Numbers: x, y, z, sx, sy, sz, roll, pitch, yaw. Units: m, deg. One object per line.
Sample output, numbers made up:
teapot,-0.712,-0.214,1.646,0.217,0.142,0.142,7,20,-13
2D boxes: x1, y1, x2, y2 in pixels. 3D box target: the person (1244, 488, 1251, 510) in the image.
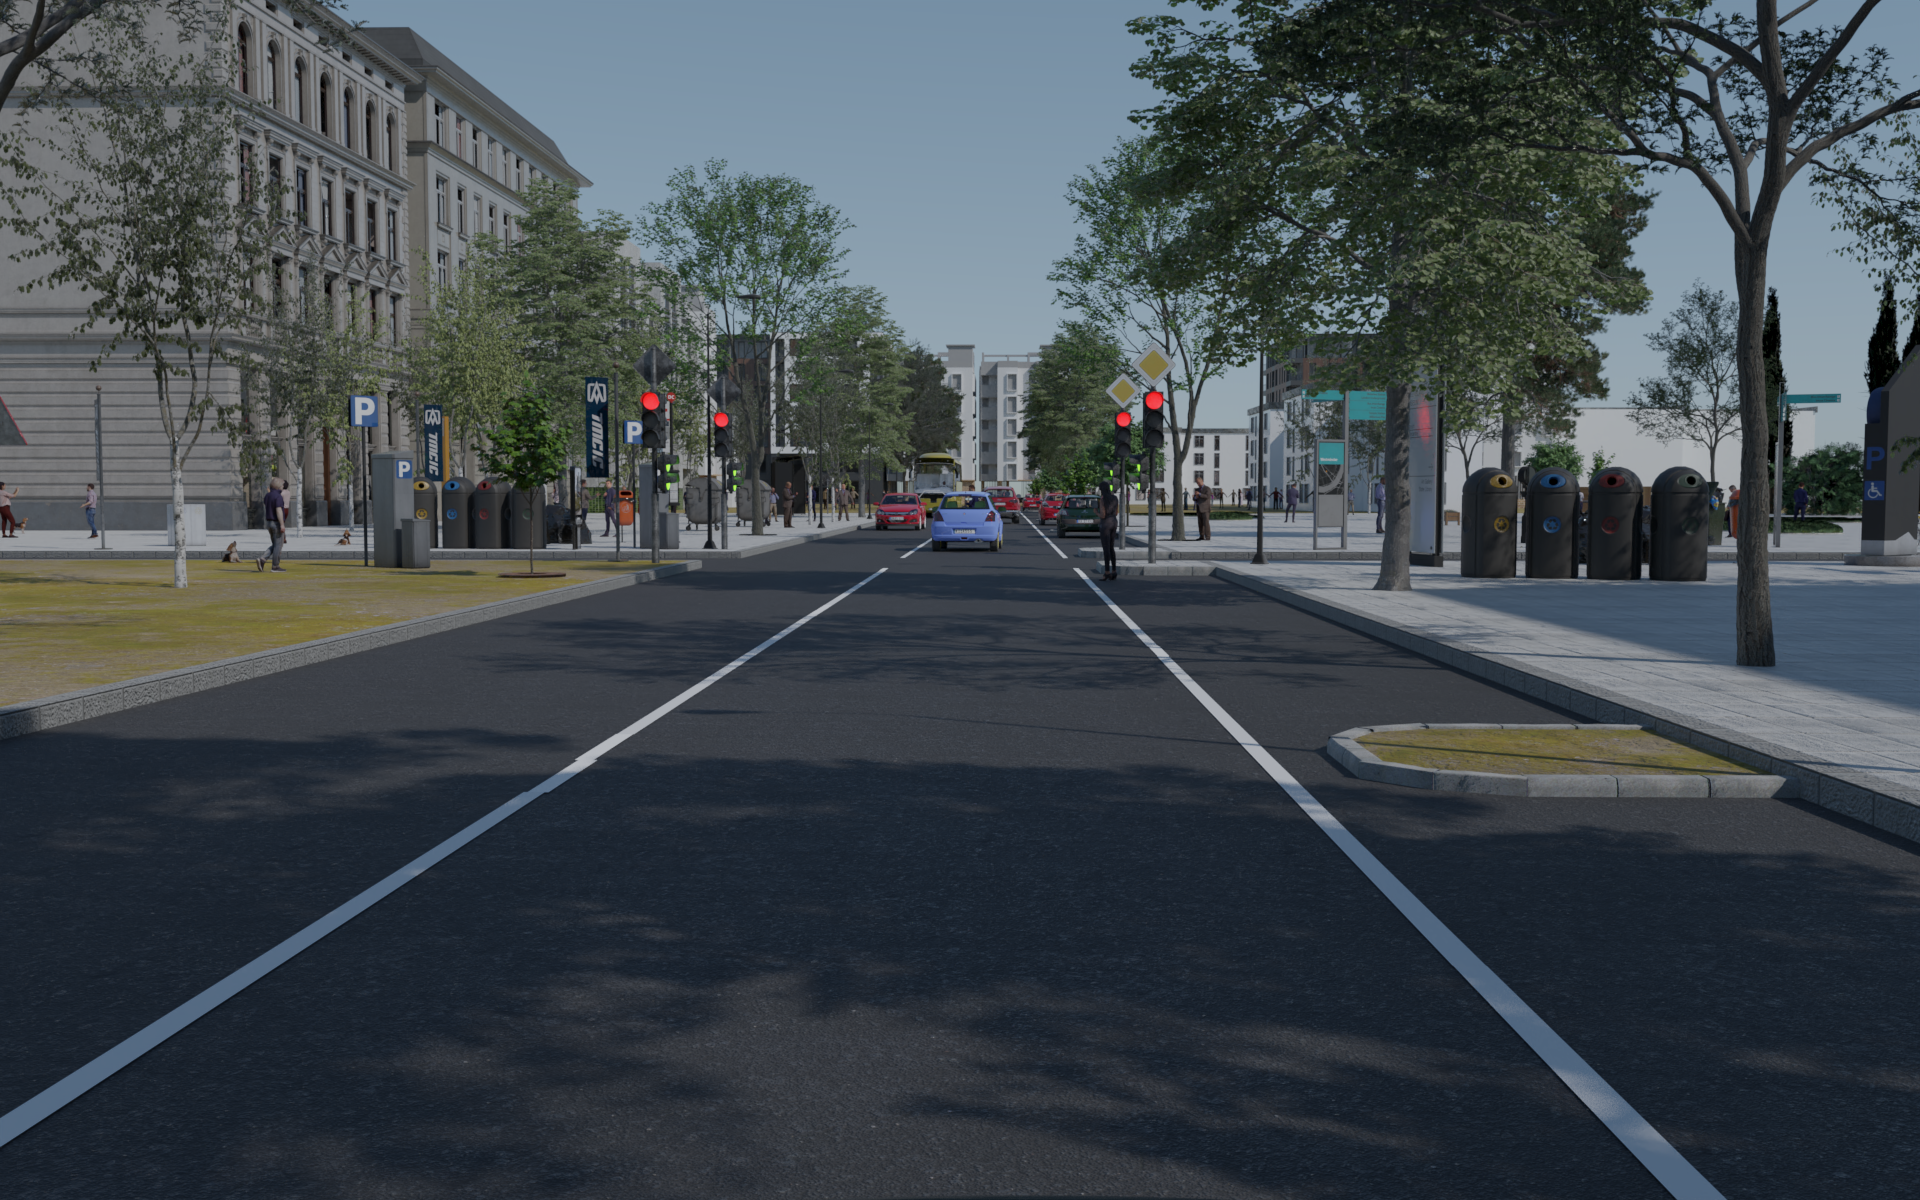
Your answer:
person,22.832,-8.016,137.557,0.568,1.767,0.683,-1,4,-10

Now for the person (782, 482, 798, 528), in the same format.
person,-6.458,-3.606,65.694,0.600,1.739,0.565,-1,4,-12

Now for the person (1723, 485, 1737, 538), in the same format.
person,22.718,-2.601,50.775,0.590,1.554,0.614,3,5,44

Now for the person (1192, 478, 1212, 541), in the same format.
person,6.688,-2.521,47.954,0.565,1.739,0.600,1,4,23

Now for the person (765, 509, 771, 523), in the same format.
person,-8.201,-3.922,72.375,0.590,1.554,0.614,0,4,5

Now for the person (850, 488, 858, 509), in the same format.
person,-9.004,-8.534,145.587,1.348,1.823,0.705,1,4,16

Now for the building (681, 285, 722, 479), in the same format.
building,-29.941,-18.237,154.600,16.016,20.091,11.380,0,4,1

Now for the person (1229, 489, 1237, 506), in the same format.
person,30.077,-11.284,190.680,1.348,1.807,0.705,-3,4,-36

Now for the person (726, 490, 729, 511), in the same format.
person,-18.037,-7.741,133.520,0.530,1.710,0.541,1,4,17

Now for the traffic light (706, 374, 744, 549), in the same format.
traffic light,-5.441,-3.106,40.034,0.839,4.213,0.868,0,4,1

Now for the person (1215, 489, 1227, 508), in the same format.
person,23.267,-9.035,154.287,1.217,1.766,0.721,2,4,34

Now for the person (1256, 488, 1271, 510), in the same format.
person,23.784,-7.894,135.819,1.217,1.736,0.721,2,4,23

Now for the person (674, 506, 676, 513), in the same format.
person,-17.697,-6.000,106.832,0.600,1.496,0.574,-2,4,-35

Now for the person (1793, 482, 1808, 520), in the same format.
person,32.054,-3.622,65.972,0.576,1.737,0.504,3,5,45

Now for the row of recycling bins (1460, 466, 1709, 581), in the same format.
row of recycling bins,9.427,-1.172,26.274,3.534,1.692,1.069,1,4,20

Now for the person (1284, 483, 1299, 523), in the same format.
person,14.918,-4.368,77.906,0.683,1.767,0.568,1,4,14

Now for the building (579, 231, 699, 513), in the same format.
building,-31.171,-16.275,132.554,16.747,18.905,31.486,0,4,1

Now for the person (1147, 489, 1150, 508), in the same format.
person,17.607,-9.516,162.345,0.721,1.743,1.217,1,4,11

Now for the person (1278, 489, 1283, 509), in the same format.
person,27.577,-8.660,148.567,0.436,1.711,0.756,-1,4,-10

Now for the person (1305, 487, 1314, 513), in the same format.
person,24.564,-6.980,119.790,1.348,1.869,0.705,0,4,-5

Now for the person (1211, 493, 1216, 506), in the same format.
person,27.181,-10.826,186.264,0.599,1.433,0.991,-2,4,-31

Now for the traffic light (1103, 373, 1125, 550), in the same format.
traffic light,3.718,-3.094,39.828,0.839,4.213,0.868,0,4,1

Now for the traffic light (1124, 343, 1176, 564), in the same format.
traffic light,3.524,-2.606,31.845,0.839,4.213,0.868,0,4,1

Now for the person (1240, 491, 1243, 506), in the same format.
person,29.560,-10.756,182.569,0.551,1.740,0.621,-2,4,-34

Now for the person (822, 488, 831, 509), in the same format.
person,-11.310,-8.560,146.090,1.348,1.812,0.705,3,5,43

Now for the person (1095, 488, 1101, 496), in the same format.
person,9.548,-6.821,118.294,1.217,1.736,0.721,1,4,13

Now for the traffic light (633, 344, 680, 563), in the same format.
traffic light,-5.635,-2.618,32.051,0.839,4.213,0.868,0,4,1

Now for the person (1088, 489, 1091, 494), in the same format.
person,10.704,-8.471,145.254,1.217,1.736,0.721,0,4,1

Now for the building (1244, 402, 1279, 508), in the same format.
building,32.708,-13.203,158.019,9.099,9.664,28.070,0,4,1

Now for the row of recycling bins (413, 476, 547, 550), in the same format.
row of recycling bins,-11.392,-2.052,40.663,3.534,1.692,1.069,1,4,10

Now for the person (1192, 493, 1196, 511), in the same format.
person,17.691,-7.475,129.192,0.756,1.711,0.436,0,4,0

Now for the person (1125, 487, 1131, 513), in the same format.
person,11.412,-6.824,118.305,0.721,1.739,1.217,1,4,23

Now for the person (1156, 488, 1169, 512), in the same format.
person,14.840,-7.339,126.746,1.217,1.735,0.721,-2,4,-30

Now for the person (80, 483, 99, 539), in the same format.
person,-24.885,-2.541,49.555,0.435,1.587,0.963,-1,4,-19

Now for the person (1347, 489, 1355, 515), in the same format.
person,23.975,-6.006,106.304,0.516,1.574,0.319,1,4,13

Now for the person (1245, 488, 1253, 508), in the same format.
person,27.148,-9.580,162.550,0.709,1.838,0.599,0,4,8

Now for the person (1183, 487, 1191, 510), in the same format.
person,17.957,-8.063,137.962,0.705,1.814,1.350,-2,4,-33

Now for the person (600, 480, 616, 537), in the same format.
person,-10.454,-2.736,51.690,0.530,1.710,0.541,-2,4,-31

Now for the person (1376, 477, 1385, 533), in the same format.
person,13.916,-3.106,56.700,0.599,1.838,0.709,1,4,20

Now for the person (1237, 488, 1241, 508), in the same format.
person,26.493,-9.664,164.055,0.705,1.822,1.348,1,4,13

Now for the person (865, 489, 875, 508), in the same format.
person,-8.465,-9.473,161.606,1.217,1.739,0.721,1,4,18

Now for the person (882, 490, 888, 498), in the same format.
person,-7.963,-10.898,185.033,0.742,1.727,0.445,1,4,14

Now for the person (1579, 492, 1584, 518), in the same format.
person,27.273,-4.181,76.617,0.614,1.554,0.590,1,4,10

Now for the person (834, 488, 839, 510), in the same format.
person,-10.006,-8.163,140.045,0.617,1.759,0.750,1,4,19

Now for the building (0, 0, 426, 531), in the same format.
building,-29.991,-14.698,69.191,11.050,23.489,19.941,0,4,1

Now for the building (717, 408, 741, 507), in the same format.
building,-35.972,-13.854,168.660,28.070,9.664,9.099,0,4,1

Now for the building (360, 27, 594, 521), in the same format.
building,-31.361,-15.964,94.287,16.112,22.955,30.059,0,4,1

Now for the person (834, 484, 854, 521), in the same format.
person,-5.490,-4.618,82.093,0.990,1.755,0.434,-1,4,-11

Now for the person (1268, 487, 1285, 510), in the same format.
person,25.165,-8.069,137.940,1.348,1.831,0.705,0,4,5

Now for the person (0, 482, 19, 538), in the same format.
person,-27.882,-2.646,50.760,0.566,1.644,0.517,-1,4,-10
